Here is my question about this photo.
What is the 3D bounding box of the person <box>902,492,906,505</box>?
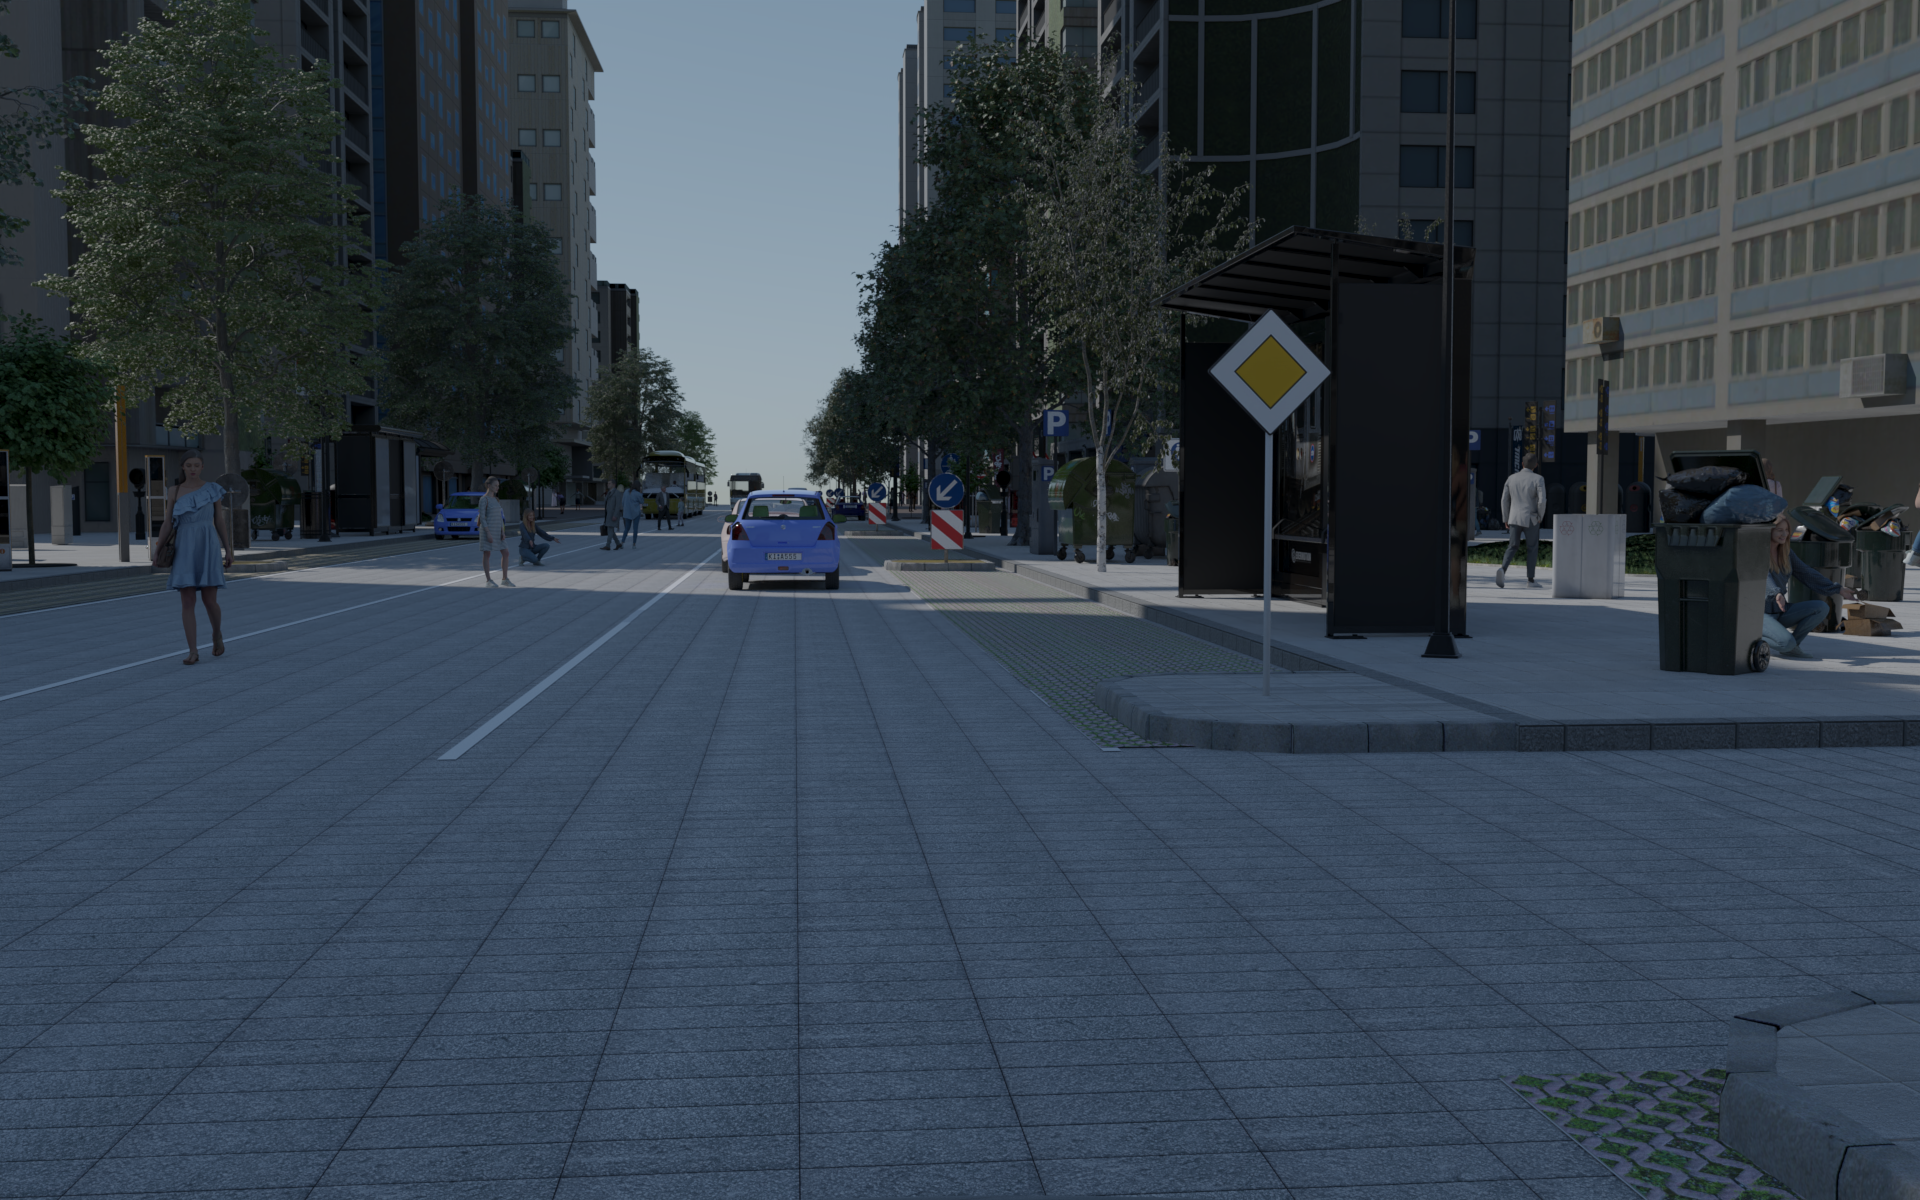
[{"bbox_3d":[-6.752,-12.247,207.195,0.530,1.710,0.541,-1,4,-9],"label":"person"}]

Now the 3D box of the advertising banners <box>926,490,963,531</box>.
[{"bbox_3d":[-0.159,-3.911,60.128,2.074,3.025,0.090,-1,4,-9],"label":"advertising banners"}]

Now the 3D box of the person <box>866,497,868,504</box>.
[{"bbox_3d":[-11.395,-12.307,207.821,0.434,1.755,0.990,-2,4,-33],"label":"person"}]

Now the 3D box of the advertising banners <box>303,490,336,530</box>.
[{"bbox_3d":[-22.582,-4.019,61.901,0.090,3.025,2.074,3,5,41],"label":"advertising banners"}]

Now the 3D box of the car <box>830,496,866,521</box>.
[{"bbox_3d":[-6.054,-4.968,93.812,1.945,1.354,3.894,0,4,-7],"label":"car"}]

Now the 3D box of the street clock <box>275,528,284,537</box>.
[{"bbox_3d":[-20.533,-2.912,52.175,0.358,2.002,0.471,3,5,44],"label":"street clock"}]

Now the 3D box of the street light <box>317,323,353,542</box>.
[{"bbox_3d":[-16.539,-4.519,46.426,1.470,5.913,1.316,0,4,-5],"label":"street light"}]

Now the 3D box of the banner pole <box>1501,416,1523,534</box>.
[{"bbox_3d":[17.802,-4.016,55.678,0.401,3.779,0.863,-1,4,-21],"label":"banner pole"}]

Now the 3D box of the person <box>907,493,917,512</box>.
[{"bbox_3d":[-3.485,-7.231,125.099,0.721,1.723,1.217,2,4,35],"label":"person"}]

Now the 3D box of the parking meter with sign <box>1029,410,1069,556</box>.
[{"bbox_3d":[1.820,-2.475,36.726,0.543,3.016,1.738,-1,4,-11],"label":"parking meter with sign"}]

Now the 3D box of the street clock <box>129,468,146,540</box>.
[{"bbox_3d":[-22.941,-2.683,48.432,0.471,2.002,0.358,1,4,11],"label":"street clock"}]

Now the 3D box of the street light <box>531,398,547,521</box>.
[{"bbox_3d":[-20.260,-6.912,85.557,1.470,5.913,1.316,0,4,-5],"label":"street light"}]

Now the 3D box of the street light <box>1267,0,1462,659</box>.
[{"bbox_3d":[3.258,-2.501,13.431,1.470,5.913,1.316,0,4,-5],"label":"street light"}]

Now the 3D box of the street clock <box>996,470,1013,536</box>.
[{"bbox_3d":[1.358,-2.974,53.203,0.471,2.002,0.358,1,4,18],"label":"street clock"}]

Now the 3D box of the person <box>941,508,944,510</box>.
[{"bbox_3d":[-1.138,-6.778,117.537,0.551,1.740,0.621,-3,5,-43],"label":"person"}]

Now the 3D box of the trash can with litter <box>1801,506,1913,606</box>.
[{"bbox_3d":[10.874,-0.582,20.898,0.624,1.170,1.055,-3,5,-40],"label":"trash can with litter"}]

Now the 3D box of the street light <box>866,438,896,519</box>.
[{"bbox_3d":[-3.901,-7.064,88.041,1.470,5.913,1.316,0,4,-5],"label":"street light"}]

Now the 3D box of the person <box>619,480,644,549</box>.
[{"bbox_3d":[-8.622,-2.241,45.405,0.793,1.790,0.793,-1,4,-16],"label":"person"}]

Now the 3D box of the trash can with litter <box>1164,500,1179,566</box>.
[{"bbox_3d":[4.040,-1.179,30.662,0.624,1.170,1.055,-1,4,-20],"label":"trash can with litter"}]

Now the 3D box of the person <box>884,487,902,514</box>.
[{"bbox_3d":[-4.269,-6.313,110.045,1.217,1.735,0.721,2,4,25],"label":"person"}]

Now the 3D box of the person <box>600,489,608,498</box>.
[{"bbox_3d":[-38.719,-11.243,189.824,1.348,1.831,0.705,-1,4,-12],"label":"person"}]

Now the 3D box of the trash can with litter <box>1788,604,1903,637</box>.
[{"bbox_3d":[8.165,-0.282,15.997,0.624,1.170,1.055,-2,4,-32],"label":"trash can with litter"}]

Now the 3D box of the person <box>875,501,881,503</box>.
[{"bbox_3d":[-4.601,-5.683,98.832,0.709,1.838,0.599,3,4,37],"label":"person"}]

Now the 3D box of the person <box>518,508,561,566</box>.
[{"bbox_3d":[-8.430,-1.259,34.586,0.738,1.151,1.012,2,4,34],"label":"person"}]

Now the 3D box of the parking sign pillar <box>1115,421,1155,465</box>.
[{"bbox_3d":[4.997,-3.745,49.698,1.447,3.967,1.447,-3,5,-39],"label":"parking sign pillar"}]

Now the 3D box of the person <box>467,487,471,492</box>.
[{"bbox_3d":[-29.496,-5.974,104.426,0.721,1.736,1.217,1,4,9],"label":"person"}]

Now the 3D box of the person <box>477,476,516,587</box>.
[{"bbox_3d":[-7.194,-1.048,26.636,0.522,1.701,0.512,1,4,22],"label":"person"}]

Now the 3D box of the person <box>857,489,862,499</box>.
[{"bbox_3d":[-9.959,-10.022,170.352,0.568,1.767,0.683,-1,4,-18],"label":"person"}]

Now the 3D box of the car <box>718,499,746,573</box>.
[{"bbox_3d":[-3.583,-1.263,33.005,2.083,1.381,4.827,0,4,-6],"label":"car"}]

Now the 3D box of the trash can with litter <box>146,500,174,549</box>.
[{"bbox_3d":[-17.583,-1.672,38.723,0.624,1.170,1.055,2,4,30],"label":"trash can with litter"}]

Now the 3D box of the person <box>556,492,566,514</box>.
[{"bbox_3d":[-25.498,-6.199,110.631,0.697,1.427,0.421,2,4,33],"label":"person"}]

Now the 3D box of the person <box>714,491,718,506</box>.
[{"bbox_3d":[-28.420,-11.791,201.805,0.617,1.759,0.750,-2,4,-29],"label":"person"}]

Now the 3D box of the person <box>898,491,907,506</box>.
[{"bbox_3d":[-6.238,-10.710,181.175,1.348,1.821,0.705,0,4,-1],"label":"person"}]

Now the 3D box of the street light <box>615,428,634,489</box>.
[{"bbox_3d":[-23.787,-9.179,122.625,1.470,5.913,1.316,0,4,-5],"label":"street light"}]

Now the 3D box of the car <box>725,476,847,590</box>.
[{"bbox_3d":[-2.743,-1.078,27.220,1.945,1.707,3.694,0,4,-5],"label":"car"}]

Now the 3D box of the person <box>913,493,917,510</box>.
[{"bbox_3d":[-3.642,-8.195,139.668,0.705,1.869,1.348,0,4,-5],"label":"person"}]

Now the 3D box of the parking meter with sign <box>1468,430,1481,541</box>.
[{"bbox_3d":[14.097,-3.166,48.021,0.543,3.016,1.738,1,4,15],"label":"parking meter with sign"}]

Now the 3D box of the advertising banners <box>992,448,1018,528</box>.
[{"bbox_3d":[2.158,-4.272,66.030,2.074,3.025,0.090,1,4,21],"label":"advertising banners"}]

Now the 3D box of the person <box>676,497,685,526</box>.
[{"bbox_3d":[-12.401,-3.915,76.788,0.394,1.301,0.425,1,4,17],"label":"person"}]

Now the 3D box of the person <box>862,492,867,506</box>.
[{"bbox_3d":[-10.367,-11.081,187.086,0.709,1.838,0.599,1,4,11],"label":"person"}]

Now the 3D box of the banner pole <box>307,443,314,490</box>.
[{"bbox_3d":[-28.094,-5.218,75.330,0.863,3.779,0.401,-1,4,-15],"label":"banner pole"}]

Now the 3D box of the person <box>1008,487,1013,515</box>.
[{"bbox_3d":[3.104,-6.092,106.309,0.551,1.740,0.621,2,4,25],"label":"person"}]

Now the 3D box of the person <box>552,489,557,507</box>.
[{"bbox_3d":[-39.338,-9.868,168.059,0.621,1.740,0.551,0,4,-5],"label":"person"}]

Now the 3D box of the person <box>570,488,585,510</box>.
[{"bbox_3d":[-30.316,-7.975,137.223,1.217,1.735,0.721,1,4,9],"label":"person"}]

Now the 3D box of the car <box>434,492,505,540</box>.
[{"bbox_3d":[-15.584,-2.782,55.071,1.945,1.707,3.694,0,4,-5],"label":"car"}]

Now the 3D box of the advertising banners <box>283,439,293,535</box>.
[{"bbox_3d":[-21.133,-3.542,54.104,0.090,3.025,2.074,0,4,-3],"label":"advertising banners"}]

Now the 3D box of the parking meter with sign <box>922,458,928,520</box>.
[{"bbox_3d":[-1.608,-5.409,84.693,0.543,3.016,1.738,0,4,-7],"label":"parking meter with sign"}]

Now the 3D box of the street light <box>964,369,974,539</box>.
[{"bbox_3d":[-0.310,-4.706,49.482,1.470,5.913,1.316,0,4,-5],"label":"street light"}]

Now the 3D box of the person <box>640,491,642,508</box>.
[{"bbox_3d":[-30.114,-9.427,163.300,0.621,1.740,0.551,-1,4,-18],"label":"person"}]

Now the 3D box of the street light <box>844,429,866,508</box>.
[{"bbox_3d":[-7.368,-9.270,124.102,1.470,5.913,1.316,0,4,-5],"label":"street light"}]

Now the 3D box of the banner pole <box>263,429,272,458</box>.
[{"bbox_3d":[-26.226,-4.628,65.686,0.401,3.779,0.863,-3,5,-41],"label":"banner pole"}]

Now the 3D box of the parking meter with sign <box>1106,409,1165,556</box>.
[{"bbox_3d":[3.912,-2.422,35.854,1.738,3.016,0.543,0,4,-7],"label":"parking meter with sign"}]

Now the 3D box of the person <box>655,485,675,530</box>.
[{"bbox_3d":[-11.672,-3.644,68.478,0.834,1.777,0.661,3,5,39],"label":"person"}]
